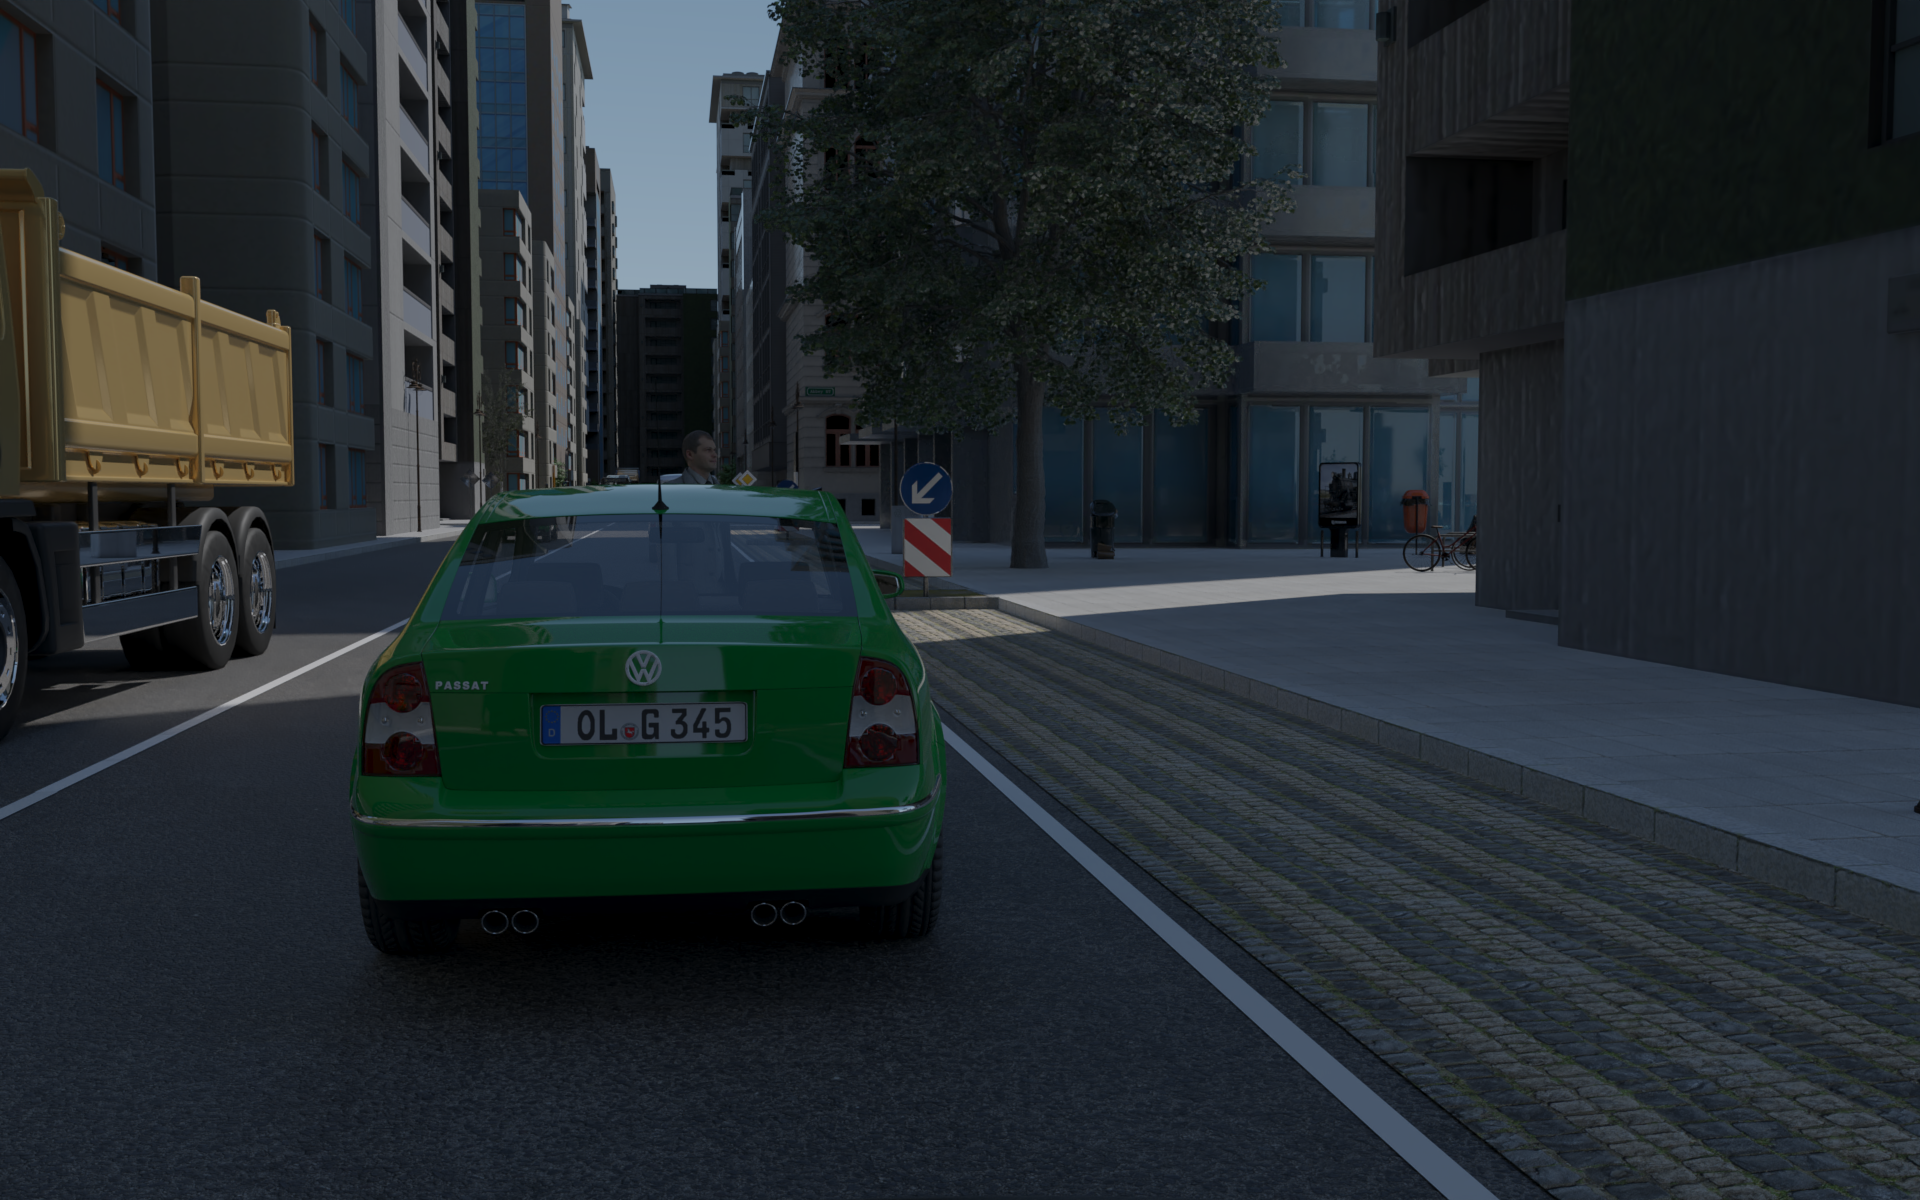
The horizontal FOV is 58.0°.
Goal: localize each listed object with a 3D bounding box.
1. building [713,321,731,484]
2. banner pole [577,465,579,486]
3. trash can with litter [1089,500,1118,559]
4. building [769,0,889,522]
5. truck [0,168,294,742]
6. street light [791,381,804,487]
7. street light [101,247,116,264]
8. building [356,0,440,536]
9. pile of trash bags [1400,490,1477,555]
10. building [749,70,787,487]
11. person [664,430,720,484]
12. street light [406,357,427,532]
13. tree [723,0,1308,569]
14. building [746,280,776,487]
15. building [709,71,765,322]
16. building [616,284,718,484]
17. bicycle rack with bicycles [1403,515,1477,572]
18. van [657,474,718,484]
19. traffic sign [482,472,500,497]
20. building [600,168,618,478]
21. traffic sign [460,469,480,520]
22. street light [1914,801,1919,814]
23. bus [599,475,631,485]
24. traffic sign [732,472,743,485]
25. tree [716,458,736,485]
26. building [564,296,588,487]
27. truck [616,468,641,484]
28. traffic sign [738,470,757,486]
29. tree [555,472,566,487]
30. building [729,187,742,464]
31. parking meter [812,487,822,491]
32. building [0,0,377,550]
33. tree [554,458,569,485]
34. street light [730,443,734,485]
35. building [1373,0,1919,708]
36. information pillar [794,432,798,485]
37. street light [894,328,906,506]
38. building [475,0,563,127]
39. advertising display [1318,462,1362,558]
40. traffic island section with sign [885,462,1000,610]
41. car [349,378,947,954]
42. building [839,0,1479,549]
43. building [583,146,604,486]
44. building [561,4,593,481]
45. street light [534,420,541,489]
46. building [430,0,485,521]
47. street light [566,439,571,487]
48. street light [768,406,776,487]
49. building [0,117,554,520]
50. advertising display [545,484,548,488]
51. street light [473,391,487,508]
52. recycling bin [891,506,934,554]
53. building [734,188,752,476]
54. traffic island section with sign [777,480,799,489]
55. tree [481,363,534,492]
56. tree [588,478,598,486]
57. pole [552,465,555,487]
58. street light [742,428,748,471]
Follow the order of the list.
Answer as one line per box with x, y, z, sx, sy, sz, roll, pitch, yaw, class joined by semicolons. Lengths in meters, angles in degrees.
-12.664;-21.045;189.131;27.650;21.520;28.899;-1;4;-9;building
-32.533;-9.641;147.650;0.401;3.779;0.863;-1;4;-15;banner pole
2.913;-1.409;34.422;0.624;1.170;1.055;0;4;-5;trash can with litter
2.699;-18.328;87.057;23.554;28.519;14.401;-1;4;-9;building
-6.944;-0.959;11.602;3.469;3.379;9.791;0;4;-8;truck
-6.659;-6.013;71.106;0.468;5.910;1.993;-1;4;-9;street light
-13.124;-3.314;26.965;0.468;5.910;1.993;-1;4;-9;street light
-32.804;-31.509;57.178;28.212;58.520;21.231;-1;4;-9;building
11.038;-1.636;36.496;3.447;1.369;1.912;0;4;8;pile of trash bags
-5.126;-19.085;105.554;14.314;27.812;24.014;-1;4;-9;building
-1.551;-0.109;10.376;0.767;1.812;0.694;2;4;29;person
-18.288;-5.237;58.415;0.468;5.910;1.993;-1;4;-9;street light
1.090;-7.527;29.729;9.857;13.997;8.962;0;3;0;tree
-9.994;-16.606;126.261;10.420;20.320;16.860;-1;4;-9;building
-16.418;-38.355;216.337;28.713;52.752;27.495;-1;4;-9;building
-40.781;-28.770;242.088;14.107;30.474;14.160;-1;4;-9;building
9.081;-0.959;29.062;2.925;0.926;2.852;1;4;22;bicycle rack with bicycles
-5.903;-1.878;37.718;2.013;2.044;4.112;-1;4;-8;van
-20.921;-4.504;77.287;0.795;2.450;0.064;-1;4;-9;traffic sign
-59.105;-37.874;242.945;21.600;48.544;21.300;-1;4;-9;building
-19.626;-4.022;69.407;0.795;2.450;0.064;-1;4;-9;traffic sign
3.935;-2.079;6.780;0.468;5.910;1.993;-1;4;-9;street light
-32.842;-10.452;165.745;2.948;3.499;13.247;-1;4;-10;bus
-10.019;-4.612;79.052;0.795;2.450;0.064;-1;4;-9;traffic sign
-20.364;-10.558;156.343;4.285;4.588;4.351;0;3;0;tree
-50.114;-19.477;163.490;27.650;21.520;28.899;-1;4;-9;building
-35.960;-12.157;187.674;2.839;4.237;11.283;-1;4;-10;truck
-8.724;-4.130;71.172;0.795;2.450;0.064;-1;4;-9;traffic sign
-30.409;-8.219;128.984;1.663;3.219;1.824;0;3;0;tree
-15.099;-24.139;166.380;14.160;30.474;14.107;-1;4;-9;building
-5.018;-3.202;60.758;0.372;1.533;0.369;0;3;0;parking meter
-27.627;-11.394;31.336;27.650;21.520;28.899;-1;4;-9;building
-31.618;-9.122;132.864;4.285;4.588;4.351;0;3;0;tree
-20.122;-11.017;152.915;0.468;5.910;1.993;-1;4;-9;street light
11.632;-14.996;16.893;14.160;30.474;14.107;-1;4;-9;building
-6.175;-4.517;65.200;0.183;3.616;0.504;-1;4;-15;information pillar
-1.451;-4.064;39.227;0.468;5.910;1.993;-1;4;-9;street light
-39.494;-29.972;140.151;14.600;45.320;14.200;-1;4;-9;building
7.684;-1.825;35.053;0.123;1.923;0.974;-3;5;-42;advertising display
-0.641;-0.830;22.205;1.989;1.847;2.006;-1;4;-9;traffic island section with sign
-1.132;0.119;6.850;1.959;1.807;4.718;0;4;-7;car
8.828;-26.527;53.322;23.786;49.044;30.456;-1;4;-9;building
-52.579;-34.726;217.881;14.200;45.320;14.600;-1;4;-9;building
-55.167;-36.758;190.230;28.713;52.752;27.495;-1;4;-9;building
-26.508;-8.321;108.843;0.468;5.910;1.993;-1;4;-9;street light
-30.777;-18.997;82.302;14.160;30.474;14.107;-1;4;-9;building
-31.816;-10.274;140.774;0.468;5.910;1.993;-1;4;-9;street light
-9.713;-7.152;89.726;0.468;5.910;1.993;-1;4;-9;street light
-41.008;-16.251;110.741;27.650;21.520;28.899;-1;4;-9;building
-26.053;-6.358;109.171;0.123;1.923;0.974;-1;4;-18;advertising display
-21.431;-6.397;77.378;0.468;5.910;1.993;-1;4;-9;street light
-1.019;-1.509;37.231;0.722;1.027;0.722;1;4;22;recycling bin
-12.373;-19.976;144.637;12.078;24.808;19.932;-1;4;-9;building
-5.012;-2.457;48.805;1.989;1.847;2.006;-1;4;-9;traffic island section with sign
-25.810;-8.934;96.438;4.360;8.622;3.978;0;3;0;tree
-44.556;-13.283;211.780;1.663;3.219;1.824;0;3;0;tree
-28.697;-7.861;122.373;0.158;3.312;0.155;0;3;0;pole
-14.986;-9.075;121.159;0.468;5.910;1.993;-1;4;-9;street light
